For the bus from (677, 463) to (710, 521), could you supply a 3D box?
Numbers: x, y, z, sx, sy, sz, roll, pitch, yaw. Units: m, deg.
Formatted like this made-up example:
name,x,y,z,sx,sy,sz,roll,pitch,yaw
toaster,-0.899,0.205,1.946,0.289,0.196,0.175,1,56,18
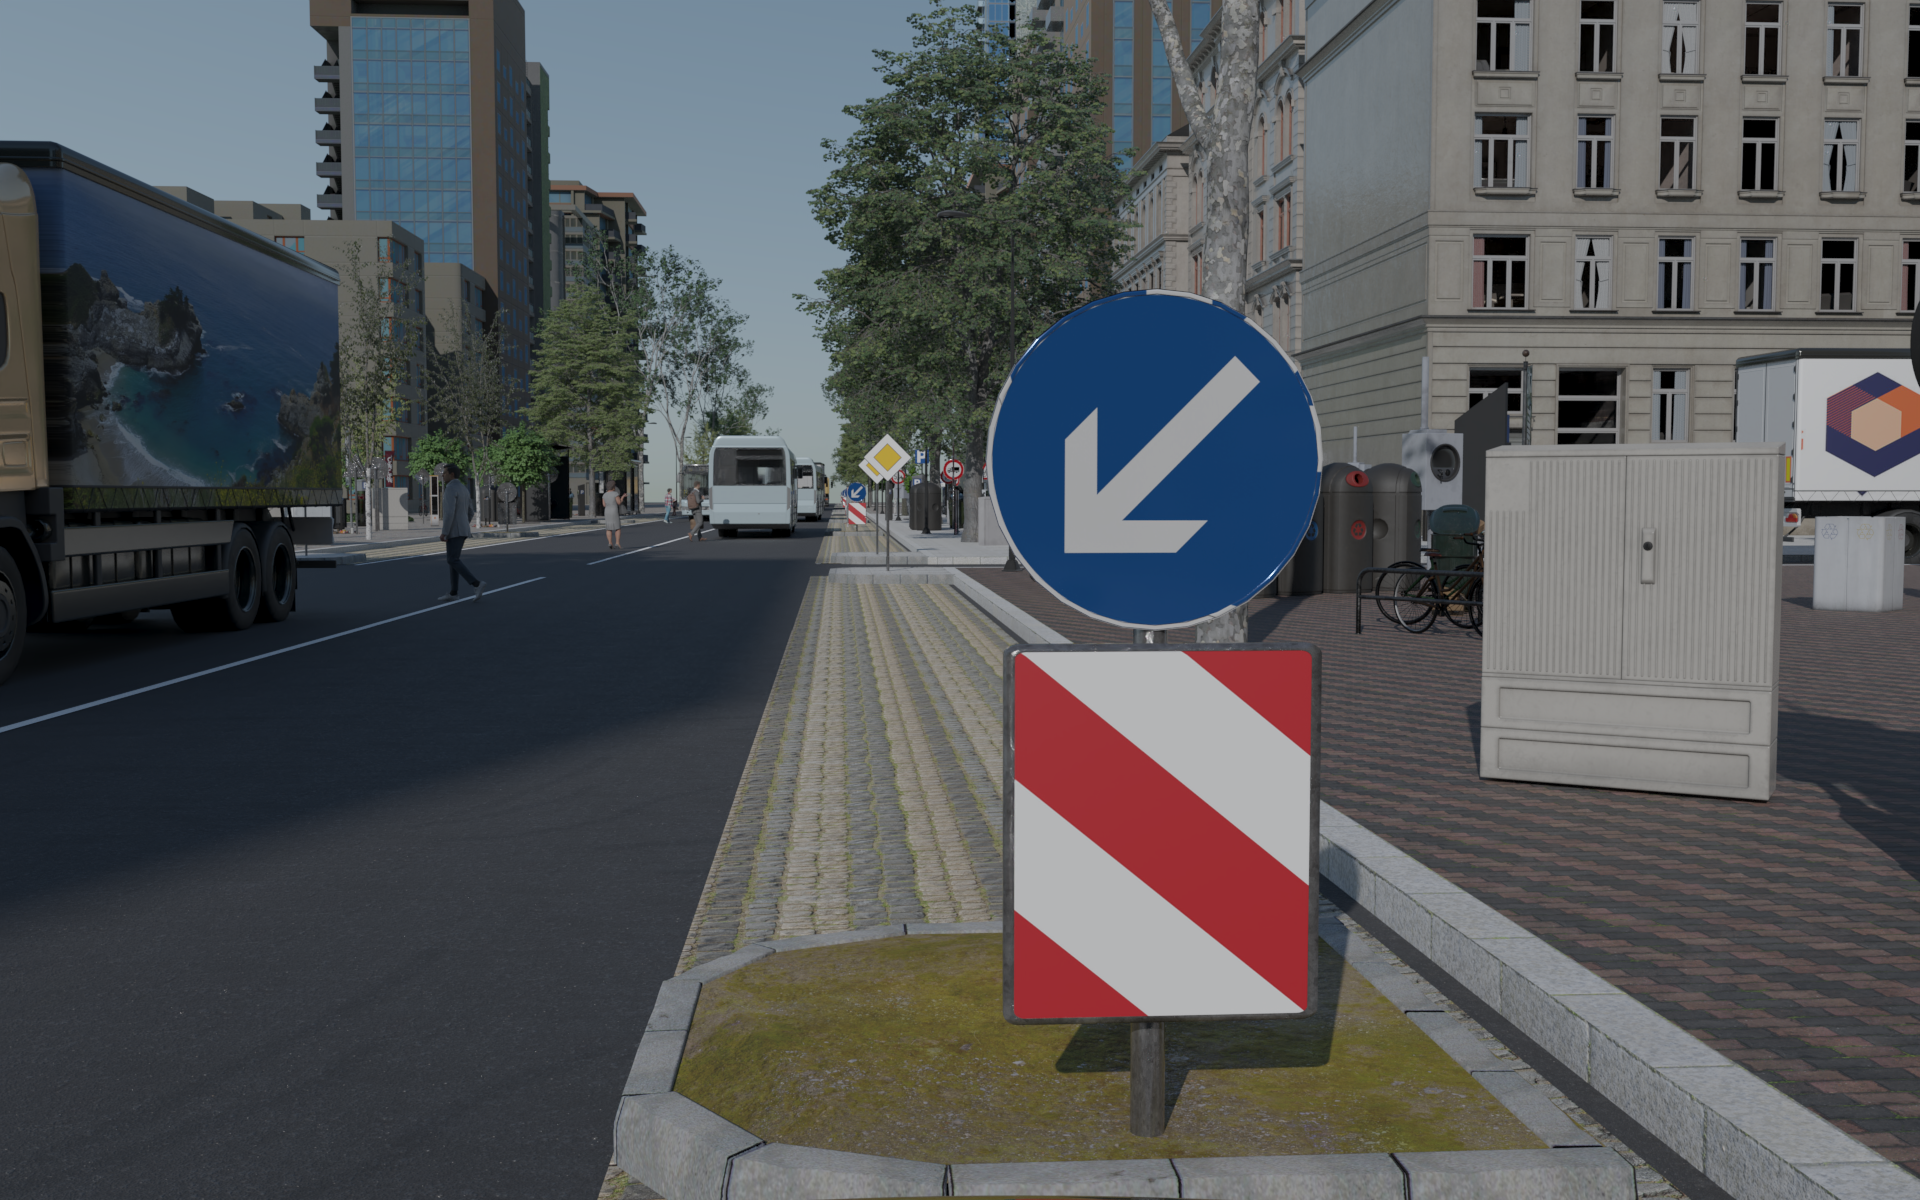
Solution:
name,x,y,z,sx,sy,sz,roll,pitch,yaw
bus,-13.342,-6.127,95.043,2.948,3.499,13.247,0,4,-2

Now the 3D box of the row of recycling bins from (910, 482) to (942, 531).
name,x,y,z,sx,sy,sz,roll,pitch,yaw
row of recycling bins,-1.288,-3.364,62.109,1.069,1.692,3.534,0,4,-6

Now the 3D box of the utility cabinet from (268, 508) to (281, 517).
name,x,y,z,sx,sy,sz,roll,pitch,yaw
utility cabinet,-17.616,-2.159,43.975,1.173,1.500,0.318,-2,4,-30

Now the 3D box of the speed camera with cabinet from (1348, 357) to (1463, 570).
name,x,y,z,sx,sy,sz,roll,pitch,yaw
speed camera with cabinet,6.163,-1.850,24.583,2.038,3.252,0.660,-2,4,-25

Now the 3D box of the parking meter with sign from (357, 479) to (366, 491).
name,x,y,z,sx,sy,sz,roll,pitch,yaw
parking meter with sign,-29.227,-5.411,84.734,0.543,3.016,1.738,-3,5,-42

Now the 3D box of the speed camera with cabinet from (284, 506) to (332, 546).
name,x,y,z,sx,sy,sz,roll,pitch,yaw
speed camera with cabinet,-16.516,-2.942,42.436,2.038,3.252,0.660,-3,5,-43

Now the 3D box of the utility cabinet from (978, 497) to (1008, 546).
name,x,y,z,sx,sy,sz,roll,pitch,yaw
utility cabinet,0.941,-1.972,43.397,1.020,1.237,0.306,-3,4,-36

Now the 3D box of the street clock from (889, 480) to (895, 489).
name,x,y,z,sx,sy,sz,roll,pitch,yaw
street clock,-3.635,-5.250,90.412,0.358,2.002,0.471,3,5,41

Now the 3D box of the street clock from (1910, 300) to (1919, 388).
name,x,y,z,sx,sy,sz,roll,pitch,yaw
street clock,3.273,-0.060,5.546,0.471,2.002,0.358,-2,4,-26

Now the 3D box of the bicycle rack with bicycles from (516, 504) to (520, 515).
name,x,y,z,sx,sy,sz,roll,pitch,yaw
bicycle rack with bicycles,-22.152,-4.712,90.423,2.925,0.926,2.852,-1,4,-9

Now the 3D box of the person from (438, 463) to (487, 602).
name,x,y,z,sx,sy,sz,roll,pitch,yaw
person,-6.659,-0.905,23.147,0.795,1.843,0.661,1,4,11

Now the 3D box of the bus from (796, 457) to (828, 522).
name,x,y,z,sx,sy,sz,roll,pitch,yaw
bus,-8.799,-6.031,93.467,2.948,3.499,13.247,0,4,-3

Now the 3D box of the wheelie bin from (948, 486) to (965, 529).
name,x,y,z,sx,sy,sz,roll,pitch,yaw
wheelie bin,-0.078,-3.462,64.508,0.693,1.594,0.980,-1,4,-21

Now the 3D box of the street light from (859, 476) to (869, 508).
name,x,y,z,sx,sy,sz,roll,pitch,yaw
street light,-5.517,-8.457,110.808,1.470,5.913,1.316,0,4,-4

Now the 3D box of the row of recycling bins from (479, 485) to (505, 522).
name,x,y,z,sx,sy,sz,roll,pitch,yaw
row of recycling bins,-22.143,-4.552,81.535,1.069,1.692,3.534,-1,4,-23

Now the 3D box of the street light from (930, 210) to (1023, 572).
name,x,y,z,sx,sy,sz,roll,pitch,yaw
street light,0.325,-3.427,28.576,1.470,5.913,1.316,0,4,-4

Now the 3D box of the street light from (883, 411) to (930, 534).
name,x,y,z,sx,sy,sz,roll,pitch,yaw
street light,-1.626,-5.076,55.532,1.470,5.913,1.316,0,4,-4

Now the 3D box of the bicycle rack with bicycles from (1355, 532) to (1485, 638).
name,x,y,z,sx,sy,sz,roll,pitch,yaw
bicycle rack with bicycles,4.898,-0.153,15.879,2.852,0.926,2.925,-2,4,-35

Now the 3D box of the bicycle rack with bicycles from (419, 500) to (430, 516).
name,x,y,z,sx,sy,sz,roll,pitch,yaw
bicycle rack with bicycles,-29.583,-5.249,99.207,2.852,0.926,2.925,-2,4,-28

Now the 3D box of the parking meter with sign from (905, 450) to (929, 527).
name,x,y,z,sx,sy,sz,roll,pitch,yaw
parking meter with sign,-1.624,-4.335,67.139,0.543,3.016,1.738,1,4,9

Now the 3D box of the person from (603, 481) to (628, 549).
name,x,y,z,sx,sy,sz,roll,pitch,yaw
person,-8.906,-2.211,45.004,0.716,1.782,0.532,2,4,26

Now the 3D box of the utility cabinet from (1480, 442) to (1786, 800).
name,x,y,z,sx,sy,sz,roll,pitch,yaw
utility cabinet,2.892,0.072,7.500,1.173,1.500,0.318,2,4,30

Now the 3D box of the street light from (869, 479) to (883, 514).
name,x,y,z,sx,sy,sz,roll,pitch,yaw
street light,-3.489,-6.738,82.709,1.470,5.913,1.316,0,4,-4

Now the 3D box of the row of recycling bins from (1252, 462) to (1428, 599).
name,x,y,z,sx,sy,sz,roll,pitch,yaw
row of recycling bins,4.580,-0.934,22.385,3.534,1.692,1.069,-2,4,-35

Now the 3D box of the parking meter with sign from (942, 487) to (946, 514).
name,x,y,z,sx,sy,sz,roll,pitch,yaw
parking meter with sign,-0.725,-6.892,108.948,1.738,3.016,0.543,-2,4,-26

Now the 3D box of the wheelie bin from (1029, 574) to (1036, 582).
name,x,y,z,sx,sy,sz,roll,pitch,yaw
wheelie bin,1.392,-1.059,25.216,0.693,1.594,0.980,-1,4,-20

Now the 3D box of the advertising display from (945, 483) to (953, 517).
name,x,y,z,sx,sy,sz,roll,pitch,yaw
advertising display,-0.596,-5.546,95.889,0.123,1.923,0.974,1,4,23

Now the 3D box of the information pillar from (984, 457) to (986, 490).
name,x,y,z,sx,sy,sz,roll,pitch,yaw
information pillar,1.251,-5.576,82.522,0.183,3.616,0.504,-1,4,-14

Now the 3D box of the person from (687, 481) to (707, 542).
name,x,y,z,sx,sy,sz,roll,pitch,yaw
person,-7.982,-2.683,52.333,0.822,1.834,0.622,-3,5,-44

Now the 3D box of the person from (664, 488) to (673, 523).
name,x,y,z,sx,sy,sz,roll,pitch,yaw
person,-14.418,-4.659,85.514,0.643,1.720,0.563,-3,4,-36

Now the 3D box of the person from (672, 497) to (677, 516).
name,x,y,z,sx,sy,sz,roll,pitch,yaw
person,-18.698,-6.157,112.348,0.628,1.438,0.799,1,4,8

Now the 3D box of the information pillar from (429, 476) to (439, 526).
name,x,y,z,sx,sy,sz,roll,pitch,yaw
information pillar,-20.881,-3.932,68.776,0.304,2.012,0.304,-2,4,-25

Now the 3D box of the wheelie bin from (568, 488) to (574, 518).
name,x,y,z,sx,sy,sz,roll,pitch,yaw
wheelie bin,-21.200,-5.220,93.253,0.980,1.594,0.693,-3,5,-40

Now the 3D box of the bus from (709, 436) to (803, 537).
name,x,y,z,sx,sy,sz,roll,pitch,yaw
bus,-7.122,-4.057,61.188,2.948,3.499,13.247,0,4,-4

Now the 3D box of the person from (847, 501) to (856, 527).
name,x,y,z,sx,sy,sz,roll,pitch,yaw
person,-4.608,-3.754,74.127,0.590,1.304,0.306,3,5,44

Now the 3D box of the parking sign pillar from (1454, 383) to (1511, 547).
name,x,y,z,sx,sy,sz,roll,pitch,yaw
parking sign pillar,12.809,-3.304,42.490,1.447,3.967,1.447,3,5,40

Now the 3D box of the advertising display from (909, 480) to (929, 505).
name,x,y,z,sx,sy,sz,roll,pitch,yaw
advertising display,-1.923,-4.652,81.274,0.974,1.923,0.123,-2,4,-28

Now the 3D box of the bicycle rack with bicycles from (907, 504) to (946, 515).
name,x,y,z,sx,sy,sz,roll,pitch,yaw
bicycle rack with bicycles,-2.031,-5.659,105.911,2.925,0.926,2.852,-1,4,-10

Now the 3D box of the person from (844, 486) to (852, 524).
name,x,y,z,sx,sy,sz,roll,pitch,yaw
person,-5.265,-4.526,82.603,0.391,1.810,0.635,-2,4,-24

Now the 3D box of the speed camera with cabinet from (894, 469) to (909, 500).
name,x,y,z,sx,sy,sz,roll,pitch,yaw
speed camera with cabinet,-2.610,-6.074,93.639,2.038,3.252,0.660,3,4,37

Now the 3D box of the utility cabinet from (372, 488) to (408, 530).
name,x,y,z,sx,sy,sz,roll,pitch,yaw
utility cabinet,-20.234,-3.229,61.479,1.173,1.500,0.318,-2,4,-30

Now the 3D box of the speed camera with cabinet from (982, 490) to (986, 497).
name,x,y,z,sx,sy,sz,roll,pitch,yaw
speed camera with cabinet,1.319,-4.441,66.951,2.038,3.252,0.660,3,4,37
